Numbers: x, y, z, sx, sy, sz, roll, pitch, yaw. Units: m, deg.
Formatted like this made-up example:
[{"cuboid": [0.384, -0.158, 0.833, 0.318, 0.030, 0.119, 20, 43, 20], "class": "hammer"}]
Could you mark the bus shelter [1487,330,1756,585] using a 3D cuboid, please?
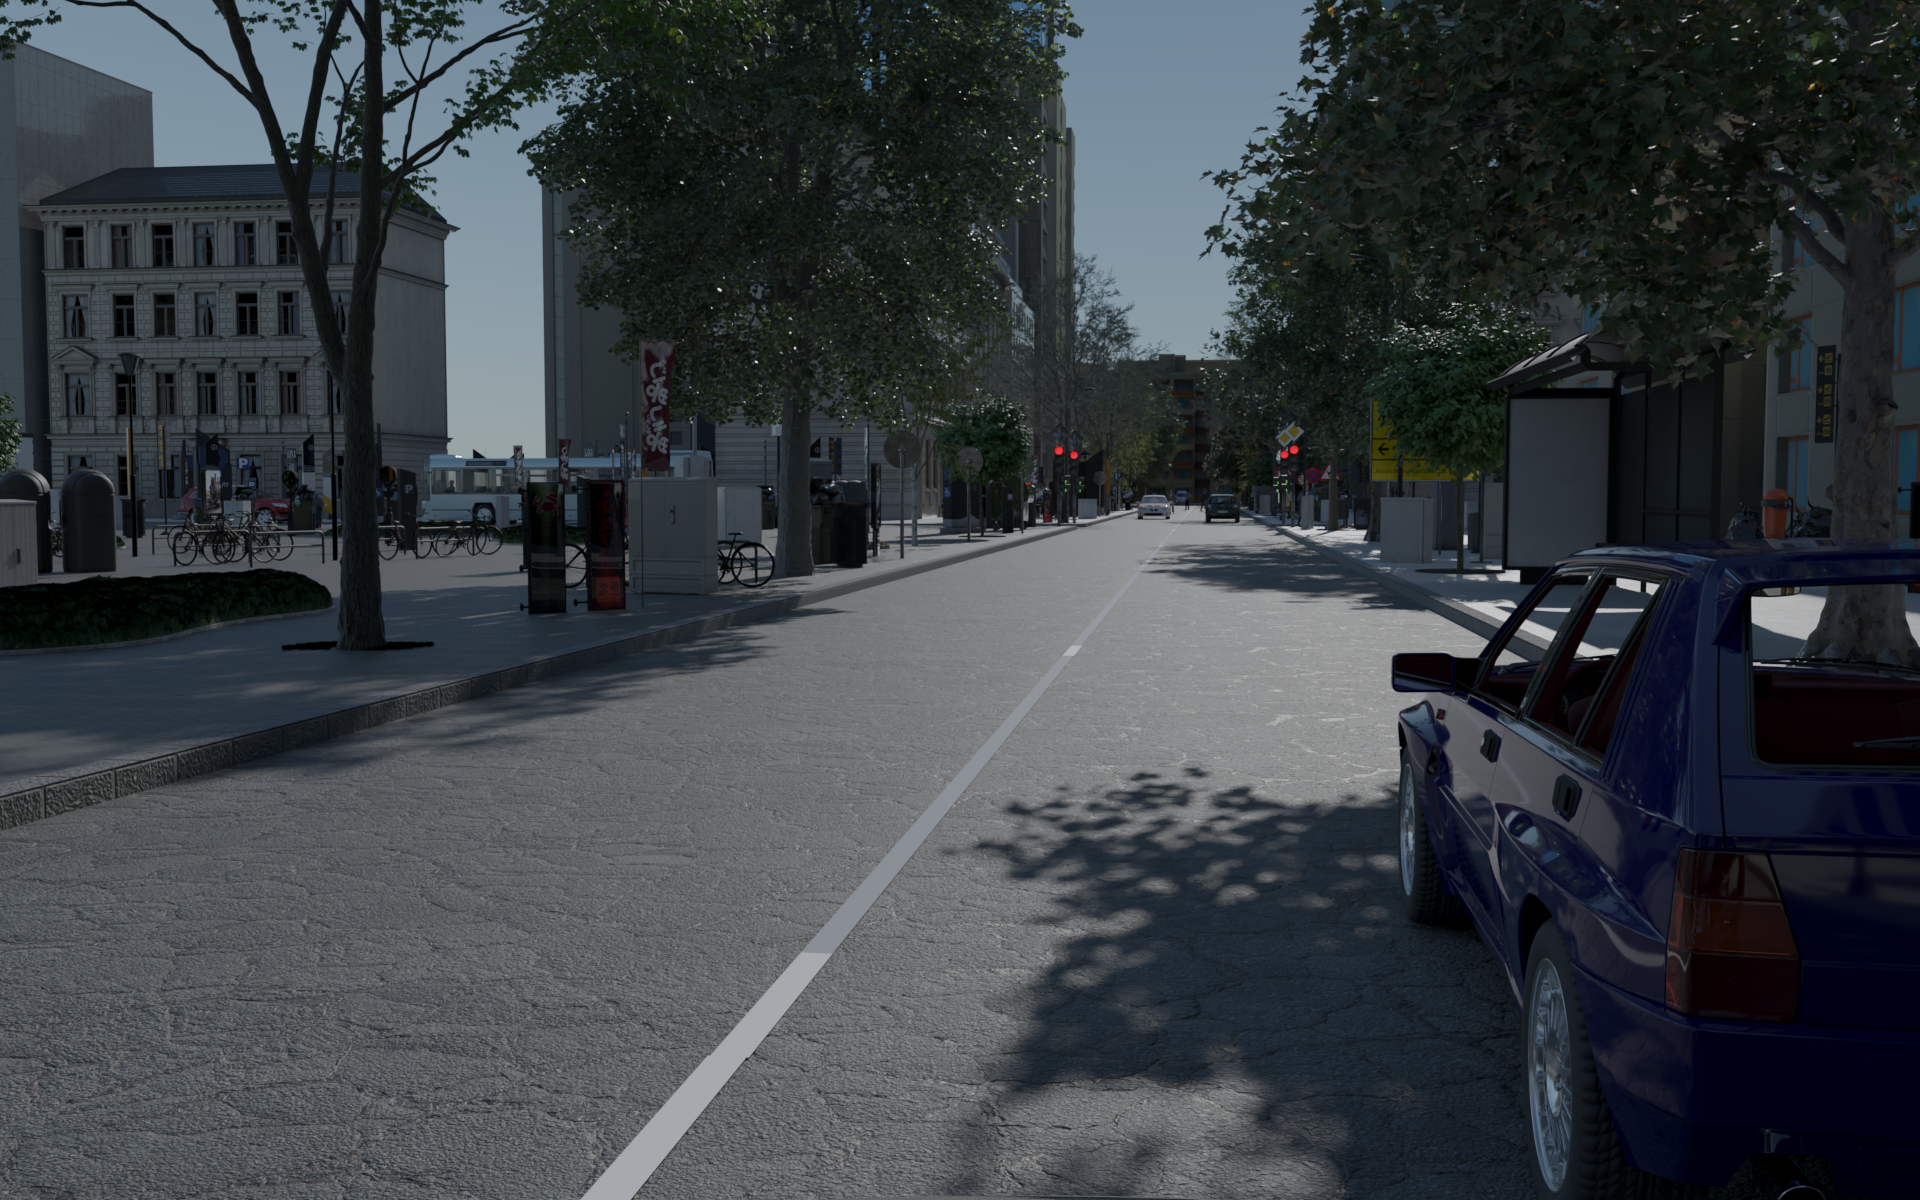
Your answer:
[{"cuboid": [8.112, -1.711, 21.905, 2.014, 3.302, 5.546, 1, 4, 8], "class": "bus shelter"}]

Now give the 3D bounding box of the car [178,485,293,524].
[{"cuboid": [-31.879, -4.167, 76.811, 5.304, 1.827, 2.281, 0, 4, 7], "class": "car"}]

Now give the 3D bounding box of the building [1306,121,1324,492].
[{"cuboid": [51.980, -35.407, 202.602, 21.300, 48.544, 21.600, 0, 4, 8], "class": "building"}]

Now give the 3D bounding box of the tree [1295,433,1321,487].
[{"cuboid": [24.783, -10.030, 114.346, 4.737, 8.622, 4.395, 0, 3, 0], "class": "tree"}]

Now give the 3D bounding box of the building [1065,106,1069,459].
[{"cuboid": [3.048, -30.001, 174.114, 14.154, 41.232, 14.086, 0, 4, 8], "class": "building"}]

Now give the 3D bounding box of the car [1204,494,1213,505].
[{"cuboid": [19.949, -7.466, 133.866, 2.131, 1.459, 4.920, 0, 4, 8], "class": "car"}]

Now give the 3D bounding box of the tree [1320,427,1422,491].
[{"cuboid": [22.074, -8.703, 92.650, 4.737, 8.622, 4.395, 0, 3, 0], "class": "tree"}]

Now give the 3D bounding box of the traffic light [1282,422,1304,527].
[{"cuboid": [12.849, -4.766, 66.842, 0.839, 4.253, 0.868, 0, 4, 8], "class": "traffic light"}]

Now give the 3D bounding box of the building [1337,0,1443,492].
[{"cuboid": [47.335, -33.190, 162.259, 23.786, 49.044, 30.456, 0, 4, 8], "class": "building"}]

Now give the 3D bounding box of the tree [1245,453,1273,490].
[{"cuboid": [23.203, -9.022, 131.219, 4.285, 4.588, 4.351, 0, 3, 0], "class": "tree"}]

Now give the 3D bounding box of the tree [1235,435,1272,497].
[{"cuboid": [27.997, -13.151, 165.374, 4.360, 8.622, 3.978, 0, 3, 0], "class": "tree"}]

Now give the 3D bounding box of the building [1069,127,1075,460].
[{"cuboid": [4.940, -30.891, 188.658, 14.154, 41.232, 14.086, 0, 4, 8], "class": "building"}]

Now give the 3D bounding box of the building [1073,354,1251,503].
[{"cuboid": [31.322, -25.070, 254.926, 28.899, 21.520, 27.650, 0, 4, 8], "class": "building"}]

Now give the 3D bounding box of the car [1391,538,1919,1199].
[{"cuboid": [2.173, 0.492, 4.531, 1.945, 1.354, 3.894, 1, 4, 8], "class": "car"}]

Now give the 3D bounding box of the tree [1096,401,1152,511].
[{"cuboid": [12.068, -10.890, 128.419, 4.360, 8.622, 3.978, 0, 3, 0], "class": "tree"}]

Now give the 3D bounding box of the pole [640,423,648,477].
[{"cuboid": [-7.759, -2.981, 42.585, 0.158, 3.312, 0.155, 0, 3, 0], "class": "pole"}]

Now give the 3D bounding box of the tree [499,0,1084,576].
[{"cuboid": [-2.673, -7.365, 27.073, 9.857, 13.997, 8.962, 0, 3, 0], "class": "tree"}]

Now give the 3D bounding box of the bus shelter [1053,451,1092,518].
[{"cuboid": [6.294, -6.436, 96.514, 1.731, 3.624, 6.357, 0, 4, 8], "class": "bus shelter"}]

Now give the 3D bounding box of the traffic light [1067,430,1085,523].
[{"cuboid": [5.039, -5.325, 75.988, 0.839, 4.253, 0.868, 0, 4, 8], "class": "traffic light"}]

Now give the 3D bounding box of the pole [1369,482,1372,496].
[{"cuboid": [28.183, -7.651, 118.942, 0.158, 3.312, 0.155, 0, 3, 0], "class": "pole"}]

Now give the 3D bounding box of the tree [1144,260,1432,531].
[{"cuboid": [12.882, -8.225, 60.236, 9.928, 11.665, 9.643, 0, 3, 0], "class": "tree"}]

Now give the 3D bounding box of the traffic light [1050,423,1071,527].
[{"cuboid": [3.924, -4.842, 68.081, 0.839, 4.253, 0.868, 0, 4, 8], "class": "traffic light"}]

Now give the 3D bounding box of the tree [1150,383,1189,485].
[{"cuboid": [20.339, -17.469, 192.267, 9.857, 13.997, 8.962, 0, 3, 0], "class": "tree"}]

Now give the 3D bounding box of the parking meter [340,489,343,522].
[{"cuboid": [-28.652, -4.417, 80.624, 0.372, 1.533, 0.369, 0, 3, 0], "class": "parking meter"}]

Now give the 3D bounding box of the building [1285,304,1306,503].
[{"cuboid": [59.788, -36.251, 247.326, 28.867, 44.769, 22.147, 0, 4, 8], "class": "building"}]

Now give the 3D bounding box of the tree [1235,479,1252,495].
[{"cuboid": [24.448, -9.200, 145.019, 1.663, 3.219, 1.824, 0, 3, 0], "class": "tree"}]

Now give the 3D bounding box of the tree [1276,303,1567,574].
[{"cuboid": [8.286, -2.731, 28.361, 4.285, 4.588, 4.351, 0, 3, 0], "class": "tree"}]

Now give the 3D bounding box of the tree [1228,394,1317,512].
[{"cuboid": [22.682, -11.569, 123.563, 7.601, 10.594, 8.767, 0, 4, 7], "class": "tree"}]

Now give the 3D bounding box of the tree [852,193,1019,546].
[{"cuboid": [-0.996, -5.638, 42.542, 4.737, 8.622, 4.395, 0, 3, 0], "class": "tree"}]

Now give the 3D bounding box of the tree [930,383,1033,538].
[{"cuboid": [0.708, -4.162, 51.770, 4.285, 4.588, 4.351, 0, 3, 0], "class": "tree"}]

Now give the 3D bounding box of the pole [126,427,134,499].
[{"cuboid": [-25.411, -3.624, 53.098, 0.158, 3.312, 0.155, 0, 3, 0], "class": "pole"}]

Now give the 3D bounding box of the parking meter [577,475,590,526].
[{"cuboid": [-11.608, -2.921, 53.467, 0.399, 1.863, 0.255, 3, 4, 36], "class": "parking meter"}]

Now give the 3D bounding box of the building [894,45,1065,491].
[{"cuboid": [1.740, -29.138, 159.995, 14.154, 41.232, 14.086, 0, 4, 8], "class": "building"}]

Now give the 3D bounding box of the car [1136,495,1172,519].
[{"cuboid": [11.186, -5.346, 99.765, 2.083, 1.381, 4.827, 0, 4, 7], "class": "car"}]

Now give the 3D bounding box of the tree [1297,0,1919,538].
[{"cuboid": [6.444, -5.826, 12.255, 9.611, 12.733, 9.660, 0, 3, 0], "class": "tree"}]

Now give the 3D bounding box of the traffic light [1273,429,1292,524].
[{"cuboid": [13.965, -5.249, 74.749, 0.839, 4.253, 0.868, 0, 4, 8], "class": "traffic light"}]

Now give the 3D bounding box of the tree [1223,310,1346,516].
[{"cuboid": [18.500, -11.656, 100.939, 12.009, 13.543, 11.850, 0, 3, 0], "class": "tree"}]

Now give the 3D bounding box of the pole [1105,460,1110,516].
[{"cuboid": [9.181, -6.930, 107.150, 0.158, 3.312, 0.155, 0, 3, 0], "class": "pole"}]

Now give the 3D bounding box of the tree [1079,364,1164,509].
[{"cuboid": [14.149, -14.113, 148.877, 7.486, 12.596, 7.792, 0, 3, 0], "class": "tree"}]

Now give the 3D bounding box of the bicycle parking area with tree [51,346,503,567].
[{"cuboid": [-14.352, -2.898, 34.384, 8.231, 4.147, 9.016, 3, 4, 36], "class": "bicycle parking area with tree"}]

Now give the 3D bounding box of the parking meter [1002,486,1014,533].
[{"cuboid": [1.579, -2.960, 56.808, 0.372, 1.533, 0.369, 0, 3, 0], "class": "parking meter"}]

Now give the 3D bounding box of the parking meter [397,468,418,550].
[{"cuboid": [-12.658, -2.079, 39.697, 0.399, 1.863, 0.255, -3, 4, -38], "class": "parking meter"}]

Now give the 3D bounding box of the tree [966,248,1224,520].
[{"cuboid": [5.413, -10.736, 85.904, 12.009, 13.543, 11.850, 0, 3, 0], "class": "tree"}]

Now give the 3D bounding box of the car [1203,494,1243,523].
[{"cuboid": [13.321, -4.766, 87.715, 2.009, 1.686, 4.222, 1, 4, 9], "class": "car"}]

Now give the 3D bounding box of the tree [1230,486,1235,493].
[{"cuboid": [34.124, -13.426, 214.120, 1.663, 3.219, 1.824, 0, 3, 0], "class": "tree"}]

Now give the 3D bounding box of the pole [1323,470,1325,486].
[{"cuboid": [30.727, -9.314, 146.121, 0.158, 3.312, 0.155, 0, 3, 0], "class": "pole"}]

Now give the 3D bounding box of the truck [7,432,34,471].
[{"cuboid": [-48.213, -5.520, 79.157, 11.283, 4.237, 2.839, 0, 4, 7], "class": "truck"}]

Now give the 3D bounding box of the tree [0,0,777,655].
[{"cuboid": [-5.078, -5.392, 13.922, 9.928, 11.665, 9.643, 0, 3, 0], "class": "tree"}]

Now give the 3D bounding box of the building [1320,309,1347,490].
[{"cuboid": [46.389, -32.740, 185.410, 14.600, 45.320, 14.200, 0, 4, 8], "class": "building"}]

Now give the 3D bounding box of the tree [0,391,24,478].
[{"cuboid": [-26.295, -3.784, 45.576, 4.285, 4.588, 4.351, 0, 3, 0], "class": "tree"}]
